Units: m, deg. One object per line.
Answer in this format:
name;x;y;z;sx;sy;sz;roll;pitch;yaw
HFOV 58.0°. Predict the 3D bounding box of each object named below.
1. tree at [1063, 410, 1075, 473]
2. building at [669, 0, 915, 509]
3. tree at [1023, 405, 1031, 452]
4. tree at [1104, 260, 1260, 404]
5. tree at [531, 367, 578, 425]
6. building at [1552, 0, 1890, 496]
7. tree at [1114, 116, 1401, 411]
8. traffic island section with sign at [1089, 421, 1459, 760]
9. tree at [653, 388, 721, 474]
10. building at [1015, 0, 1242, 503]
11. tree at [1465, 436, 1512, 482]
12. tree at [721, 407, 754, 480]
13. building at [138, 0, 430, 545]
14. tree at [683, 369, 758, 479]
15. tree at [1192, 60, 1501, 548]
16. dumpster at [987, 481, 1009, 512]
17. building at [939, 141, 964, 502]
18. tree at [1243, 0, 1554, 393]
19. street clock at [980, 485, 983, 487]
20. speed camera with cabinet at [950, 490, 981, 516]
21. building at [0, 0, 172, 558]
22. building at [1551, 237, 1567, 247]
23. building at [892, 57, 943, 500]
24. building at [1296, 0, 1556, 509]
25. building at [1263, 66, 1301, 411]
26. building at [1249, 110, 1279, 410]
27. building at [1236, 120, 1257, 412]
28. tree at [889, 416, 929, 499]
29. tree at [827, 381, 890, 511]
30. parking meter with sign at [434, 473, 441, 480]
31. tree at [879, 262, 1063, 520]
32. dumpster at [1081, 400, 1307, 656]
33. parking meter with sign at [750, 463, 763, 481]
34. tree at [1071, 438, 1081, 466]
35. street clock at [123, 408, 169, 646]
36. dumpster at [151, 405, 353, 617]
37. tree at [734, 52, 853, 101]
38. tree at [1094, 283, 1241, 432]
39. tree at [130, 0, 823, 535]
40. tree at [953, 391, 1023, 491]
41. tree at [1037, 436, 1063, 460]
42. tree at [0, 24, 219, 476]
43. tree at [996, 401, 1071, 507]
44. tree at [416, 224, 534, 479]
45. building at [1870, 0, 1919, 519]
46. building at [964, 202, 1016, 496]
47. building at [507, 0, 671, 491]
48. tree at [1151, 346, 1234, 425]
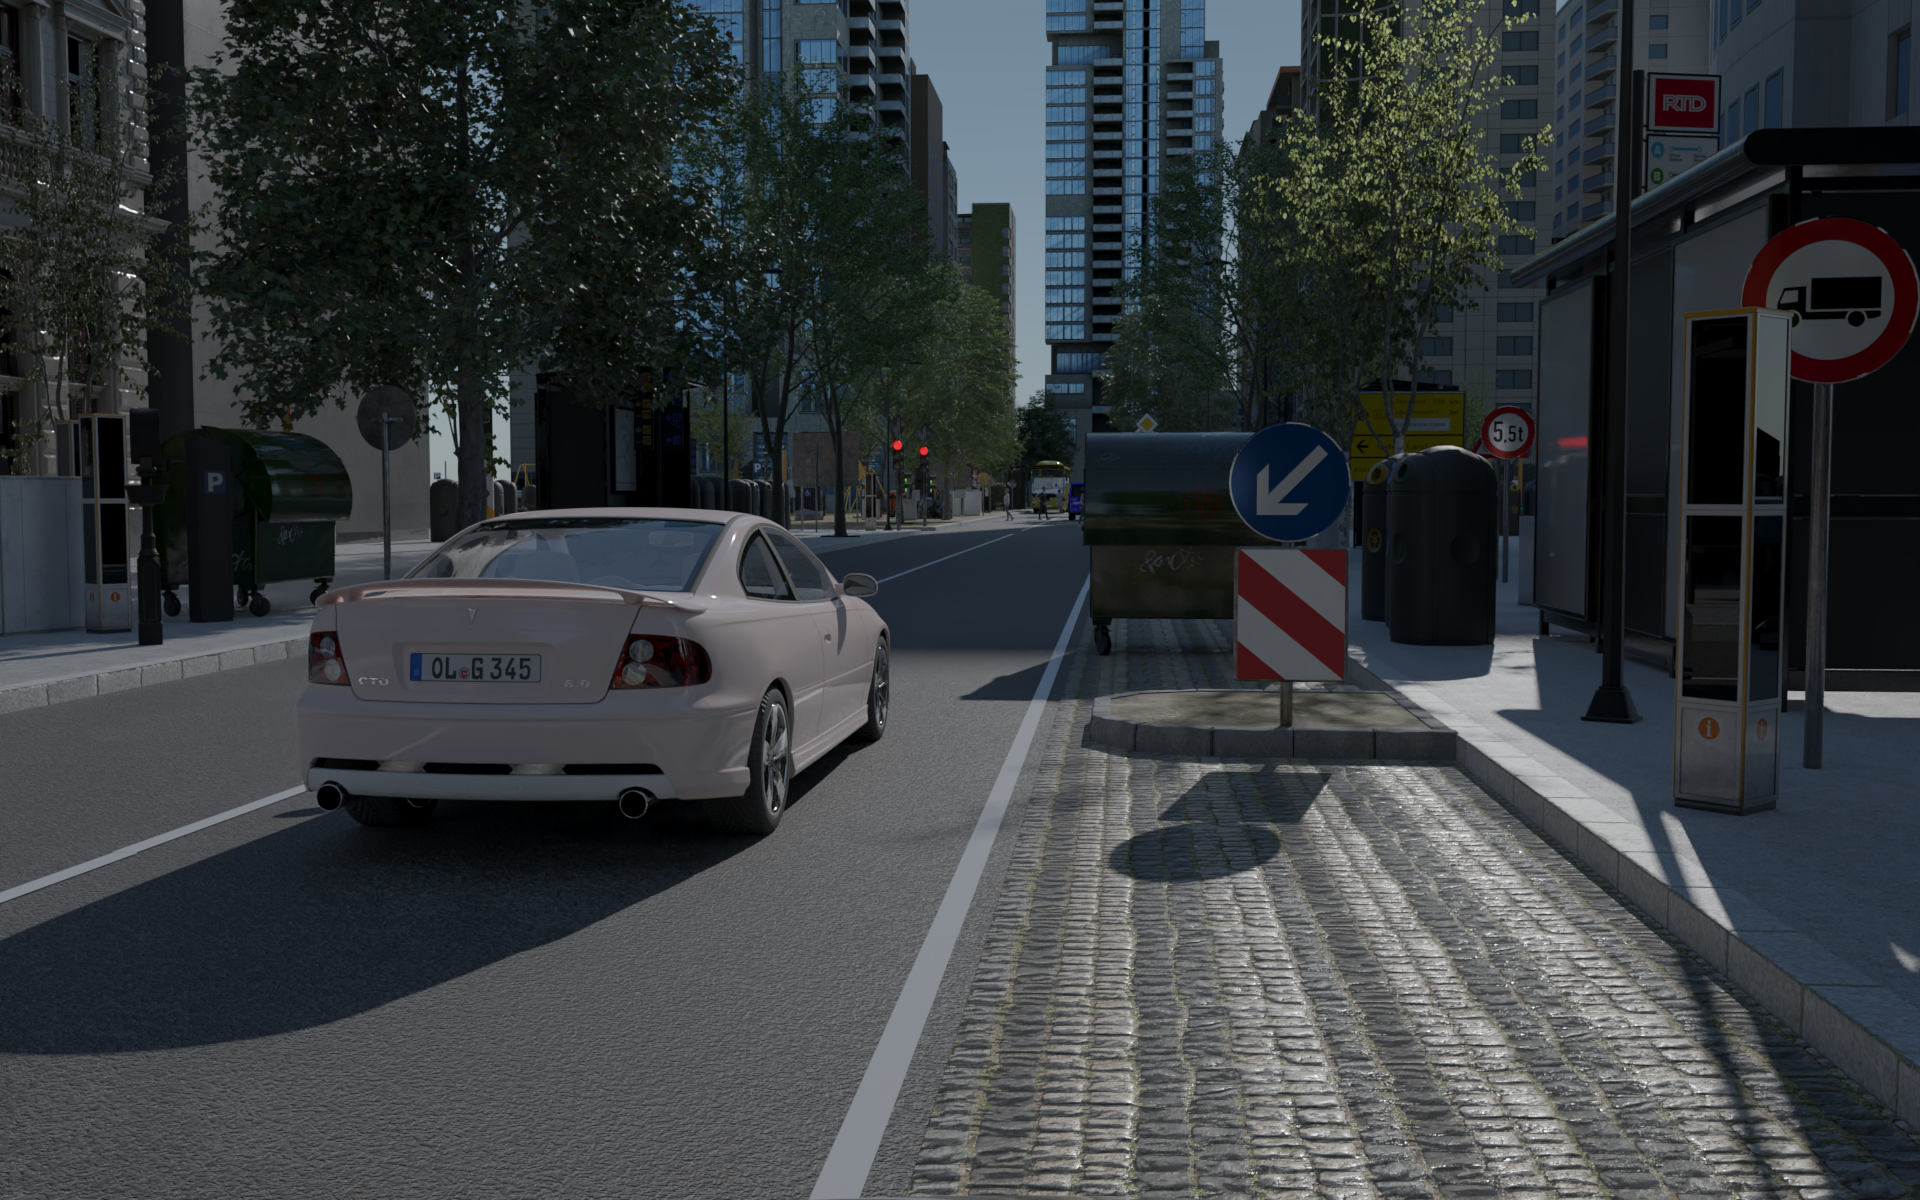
tree;8.726;-16.455;187.158;7.486;12.596;7.792;0;3;0
building;-15.177;-51.775;159.190;22.319;86.520;31.000;0;4;5
tree;3.406;-11.134;132.399;4.737;8.622;4.395;0;3;0
tree;17.486;-17.194;137.017;12.611;20.169;13.585;0;3;0
tree;-21.042;-8.837;94.842;4.360;8.622;3.978;0;3;0
building;81.593;-39.629;189.933;28.212;58.520;21.231;0;4;5
tree;8.134;-7.463;47.777;9.928;11.665;9.643;0;3;0
traffic island section with sign;1.776;-0.101;10.288;1.989;1.847;2.006;0;4;5
tree;-17.202;-9.582;107.033;4.360;8.622;3.978;0;3;0
building;24.059;-57.090;246.096;31.000;86.520;22.319;0;4;5
tree;16.522;-3.719;55.415;1.663;3.219;1.824;0;3;0
tree;-18.333;-11.517;138.670;4.360;8.622;3.978;0;3;0
building;-27.373;-15.325;44.064;24.014;27.812;14.314;0;4;5
tree;-12.754;-8.672;92.145;4.737;8.622;4.395;0;3;0
tree;6.524;-4.860;29.827;4.737;8.622;4.395;0;3;0
dumpster;2.774;-7.627;127.194;1.502;2.255;1.985;0;4;5
building;-7.540;-31.760;202.874;14.086;41.232;14.154;0;4;5
tree;5.645;-4.405;22.391;4.360;8.622;3.978;0;3;0
street clock;1.767;-8.131;137.518;0.358;2.002;0.471;-1;4;-8
speed camera with cabinet;0.222;-6.616;102.504;2.038;3.252;0.660;1;4;9
building;-22.185;-12.069;26.200;11.050;23.489;19.941;0;4;5
building;60.383;-25.994;196.711;14.107;30.474;14.160;0;4;5
building;-9.409;-32.566;182.561;14.600;45.320;14.200;0;4;5
building;38.642;-43.554;150.360;20.563;71.187;20.611;0;4;5
building;42.452;-31.865;175.610;22.147;44.769;28.867;0;4;5
building;40.523;-33.490;197.669;14.600;45.320;14.200;0;4;5
building;53.452;-40.247;247.277;27.495;52.752;28.713;0;4;5
tree;-3.959;-11.622;140.388;4.737;8.622;4.395;0;3;0
tree;-6.274;-9.836;111.186;4.360;8.622;3.978;0;3;0
parking meter with sign;-42.300;-8.764;139.552;0.543;3.016;1.738;0;4;-3
tree;-0.477;-10.218;85.189;7.486;12.596;7.792;0;3;0
dumpster;2.087;-0.653;15.634;1.985;2.255;1.502;0;4;5
parking meter with sign;-11.683;-6.137;96.600;0.543;3.016;1.738;2;4;25
tree;10.304;-16.663;206.859;8.767;10.594;7.601;0;4;6
street clock;-6.908;-0.621;14.724;0.358;2.002;0.471;-2;4;-26
dumpster;-7.737;-0.999;18.829;1.502;2.255;1.985;0;4;5
tree;-4.600;-7.122;42.198;9.928;11.665;9.643;0;3;0
tree;12.806;-12.087;104.274;9.857;13.997;8.962;0;3;0
tree;-7.141;-6.614;25.145;9.611;12.733;9.660;0;3;0
tree;1.453;-9.960;113.216;4.737;8.622;4.395;0;3;0
tree;10.228;-15.270;200.020;4.360;8.622;3.978;0;3;0
tree;-14.184;-4.741;27.883;4.360;8.622;3.978;0;3;0
tree;6.594;-14.663;174.160;7.601;10.594;8.767;1;4;11
tree;-10.305;-5.188;35.184;4.737;8.622;4.395;0;3;0
building;25.918;-29.941;31.535;21.231;58.520;28.212;0;4;5
building;0.615;-34.361;245.396;14.086;41.232;14.154;0;4;5
building;-39.312;-46.694;201.692;20.611;71.187;20.563;0;4;5
tree;11.463;-8.273;85.622;4.360;8.622;3.978;0;3;0
